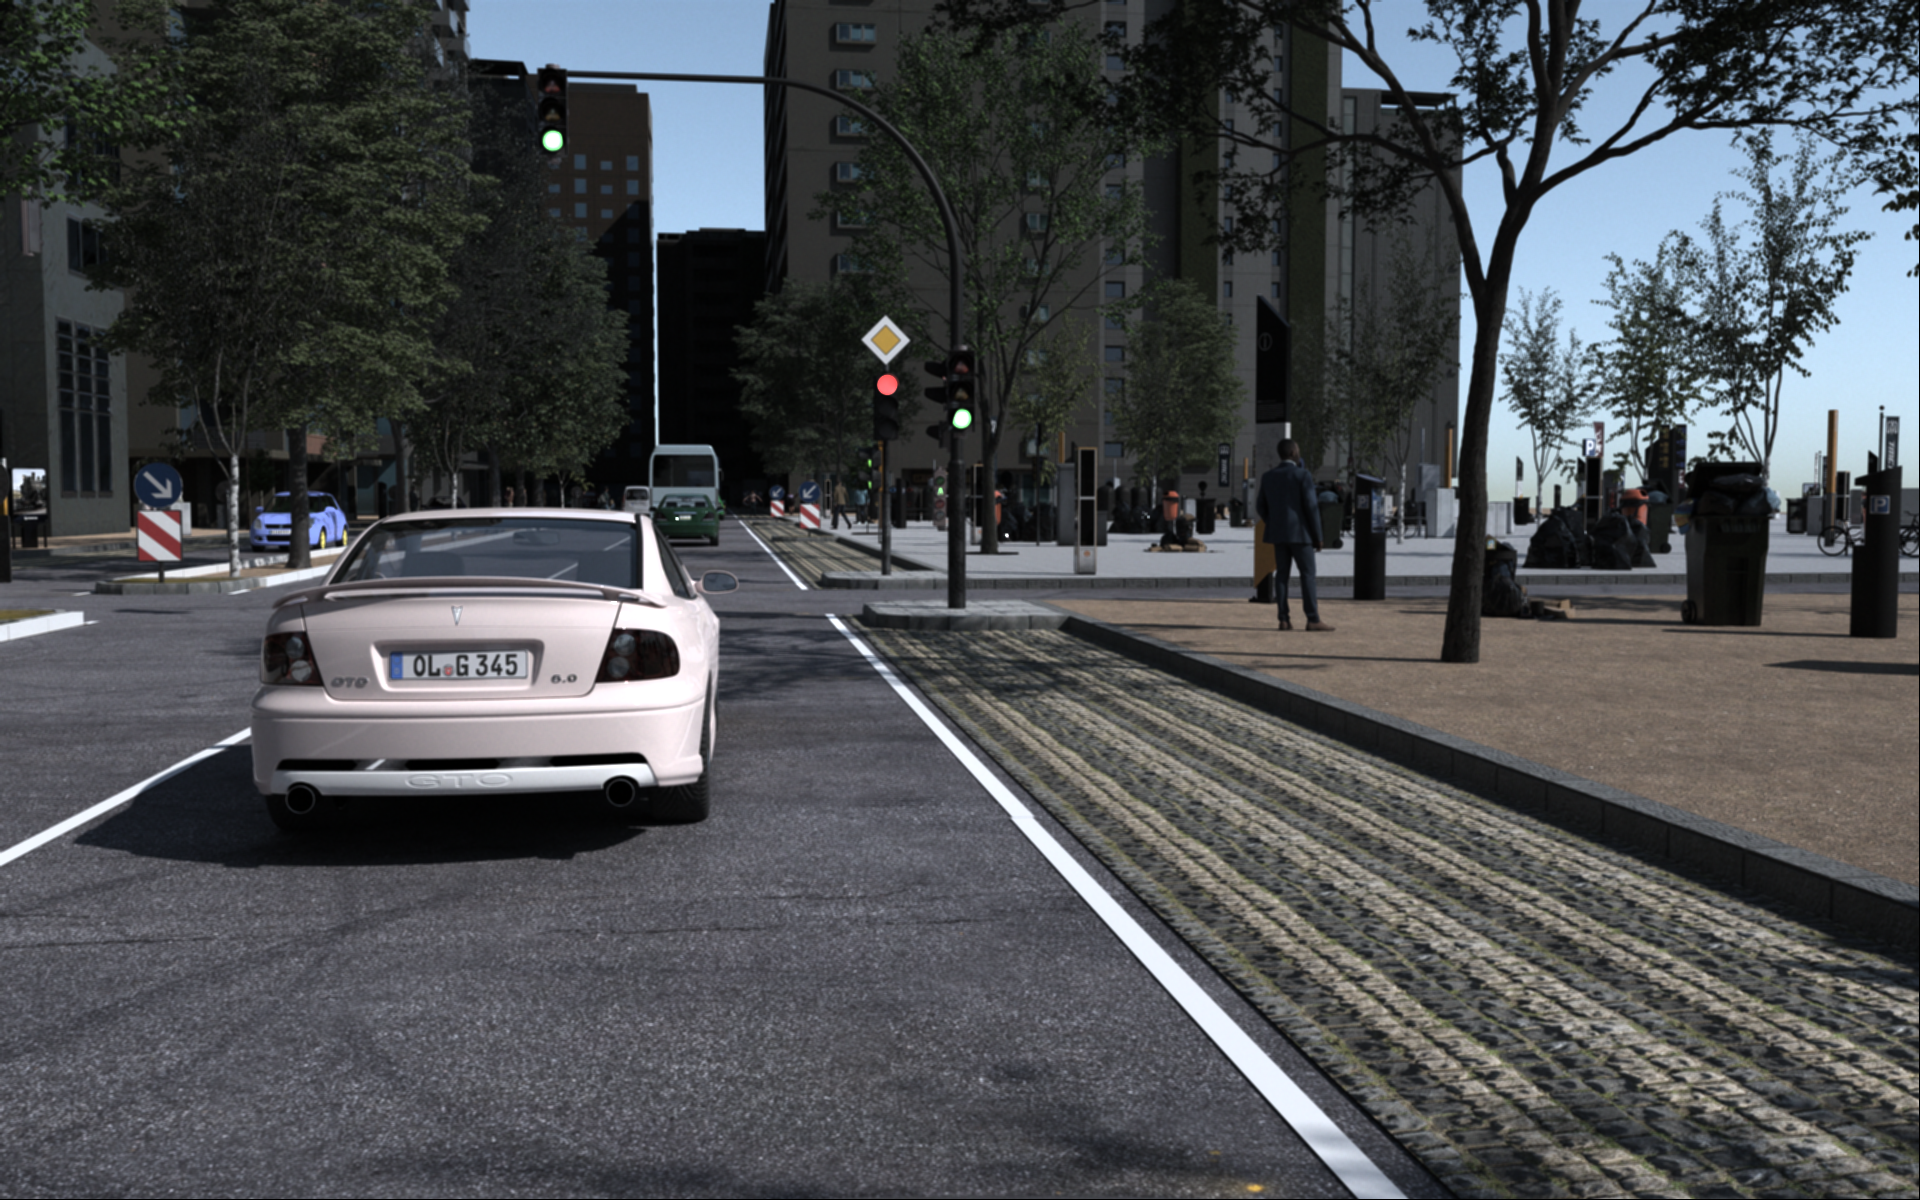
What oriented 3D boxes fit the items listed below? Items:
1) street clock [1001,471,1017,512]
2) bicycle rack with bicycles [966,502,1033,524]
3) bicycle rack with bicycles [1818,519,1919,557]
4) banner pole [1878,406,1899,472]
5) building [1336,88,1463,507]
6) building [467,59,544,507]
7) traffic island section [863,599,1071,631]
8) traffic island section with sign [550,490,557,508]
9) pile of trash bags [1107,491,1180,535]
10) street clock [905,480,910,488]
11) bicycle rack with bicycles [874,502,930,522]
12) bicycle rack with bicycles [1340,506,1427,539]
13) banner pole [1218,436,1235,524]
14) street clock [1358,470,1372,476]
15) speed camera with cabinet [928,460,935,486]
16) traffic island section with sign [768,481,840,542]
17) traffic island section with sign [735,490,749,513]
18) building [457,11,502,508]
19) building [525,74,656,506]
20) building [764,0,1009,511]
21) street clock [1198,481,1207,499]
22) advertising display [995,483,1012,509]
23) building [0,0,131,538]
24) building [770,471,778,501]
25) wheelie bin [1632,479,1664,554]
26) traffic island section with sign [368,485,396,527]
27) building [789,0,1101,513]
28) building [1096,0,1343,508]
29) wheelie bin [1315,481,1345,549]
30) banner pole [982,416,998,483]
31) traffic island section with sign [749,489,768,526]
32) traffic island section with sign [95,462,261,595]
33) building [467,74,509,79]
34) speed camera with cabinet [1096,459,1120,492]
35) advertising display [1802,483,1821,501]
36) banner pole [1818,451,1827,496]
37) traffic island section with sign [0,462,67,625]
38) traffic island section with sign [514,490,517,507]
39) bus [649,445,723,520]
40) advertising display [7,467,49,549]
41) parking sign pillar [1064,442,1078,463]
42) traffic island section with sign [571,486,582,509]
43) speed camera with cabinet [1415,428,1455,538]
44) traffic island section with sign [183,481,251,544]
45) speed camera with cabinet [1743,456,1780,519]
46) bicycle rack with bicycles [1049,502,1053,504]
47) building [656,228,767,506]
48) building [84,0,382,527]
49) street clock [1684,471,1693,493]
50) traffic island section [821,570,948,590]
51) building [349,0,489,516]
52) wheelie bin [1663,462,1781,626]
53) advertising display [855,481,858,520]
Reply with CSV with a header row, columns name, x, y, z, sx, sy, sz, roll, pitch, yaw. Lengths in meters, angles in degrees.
name,x,y,z,sx,sy,sz,roll,pitch,yaw
street clock,1.513,-3.014,53.853,0.471,2.002,0.358,3,4,38
bicycle rack with bicycles,1.336,-3.662,73.251,2.925,0.926,2.852,-1,4,-23
bicycle rack with bicycles,19.600,-1.353,35.497,2.852,0.926,2.925,-2,4,-34
banner pole,26.274,-3.615,49.119,0.863,3.779,0.401,-1,4,-17
building,42.152,-30.274,178.571,14.086,41.232,14.154,0,4,-8
building,-47.510,-29.482,165.618,14.086,41.232,14.154,0,4,-8
traffic island section,-0.024,0.171,19.483,2.009,0.180,2.903,0,4,-8
traffic island section with sign,-35.837,-8.823,152.886,1.989,1.847,2.006,0,4,-8
pile of trash bags,6.180,-2.830,56.020,1.912,1.369,3.447,-1,4,-20
street clock,-2.738,-4.993,86.199,0.471,2.002,0.358,0,4,7
bicycle rack with bicycles,-2.865,-4.088,80.227,2.925,0.926,2.852,-3,5,-45
bicycle rack with bicycles,12.133,-2.264,50.399,2.925,0.926,2.852,-1,4,-11
banner pole,11.603,-5.200,75.038,0.863,3.779,0.401,0,4,8
street clock,12.423,-2.978,53.259,0.471,2.002,0.358,-3,4,-38
speed camera with cabinet,-0.787,-6.463,100.004,2.038,3.252,0.660,1,4,9
traffic island section with sign,-4.698,-2.677,52.389,1.989,1.847,2.006,0,4,-8
traffic island section with sign,-15.442,-7.310,128.138,1.989,1.847,2.006,0,4,-8
building,-47.690,-42.697,136.343,20.563,71.187,20.611,0,4,-8
building,-40.720,-32.951,188.863,14.200,45.320,14.600,0,4,-8
building,-7.830,-33.266,167.606,21.300,48.544,21.600,0,4,-8
street clock,13.561,-5.640,96.788,0.471,2.002,0.358,1,4,19
advertising display,2.506,-5.758,99.361,0.974,1.923,0.123,1,4,11
building,-34.660,-44.408,38.741,22.319,86.520,31.000,0,4,-8
building,-5.590,-43.268,145.689,20.563,71.187,20.611,0,4,-8
wheelie bin,14.947,-1.805,37.419,0.693,1.594,0.980,-1,4,-15
traffic island section with sign,-25.038,-4.167,76.763,1.989,1.847,2.006,0,4,-8
building,-2.278,-30.695,125.572,21.300,48.544,21.600,0,4,-8
building,21.127,-38.518,171.766,28.212,58.520,21.231,0,4,-8
wheelie bin,8.593,-2.002,40.643,0.693,1.594,0.980,-1,4,-18
banner pole,0.801,-3.592,48.746,0.401,3.779,0.863,3,5,39
traffic island section with sign,-8.486,-4.309,79.078,1.989,1.847,2.006,0,4,-8
traffic island section with sign,-11.616,-1.066,25.567,2.006,1.907,1.989,0,4,-8
building,-58.937,-34.580,189.085,21.600,48.544,21.300,0,4,-8
speed camera with cabinet,8.096,-6.353,98.212,2.038,3.252,0.660,3,5,42
advertising display,50.463,-5.961,102.671,0.974,1.923,0.123,1,4,12
banner pole,50.238,-6.774,100.778,0.863,3.779,0.401,1,4,11
traffic island section with sign,-10.585,-0.617,18.232,2.006,1.907,1.989,0,4,-8
traffic island section with sign,-32.002,-7.167,125.808,1.989,1.847,2.006,0,4,-8
bus,-11.222,-4.670,71.211,2.948,3.499,13.247,0,4,-8
advertising display,-22.028,-2.186,40.961,0.123,1.923,0.974,1,4,23
parking sign pillar,6.252,-6.177,89.465,1.447,3.967,1.447,2,4,34
traffic island section with sign,-22.178,-5.616,99.962,2.006,1.907,1.989,0,4,-8
speed camera with cabinet,14.093,-3.490,51.389,0.660,3.252,2.038,0,4,-3
traffic island section with sign,-21.263,-2.535,50.072,1.989,1.847,2.006,0,4,-8
speed camera with cabinet,41.029,-5.792,89.029,0.660,3.252,2.038,-3,5,-42
bicycle rack with bicycles,4.034,-4.129,80.886,2.925,0.926,2.852,2,4,25
building,-26.244,-25.651,191.090,14.107,30.474,14.160,0,4,-8
building,-39.175,-25.871,77.618,22.147,44.769,28.867,0,4,-8
street clock,22.899,-3.034,54.182,0.471,2.002,0.358,2,4,24
traffic island section,-1.145,-0.312,27.389,2.009,0.180,2.903,0,4,-8
building,-44.016,-30.103,111.798,23.786,49.044,30.456,0,4,-8
wheelie bin,7.540,-0.554,16.965,0.980,1.594,0.693,0,4,2
advertising display,-5.067,-4.988,86.767,0.123,1.923,0.974,1,4,12
